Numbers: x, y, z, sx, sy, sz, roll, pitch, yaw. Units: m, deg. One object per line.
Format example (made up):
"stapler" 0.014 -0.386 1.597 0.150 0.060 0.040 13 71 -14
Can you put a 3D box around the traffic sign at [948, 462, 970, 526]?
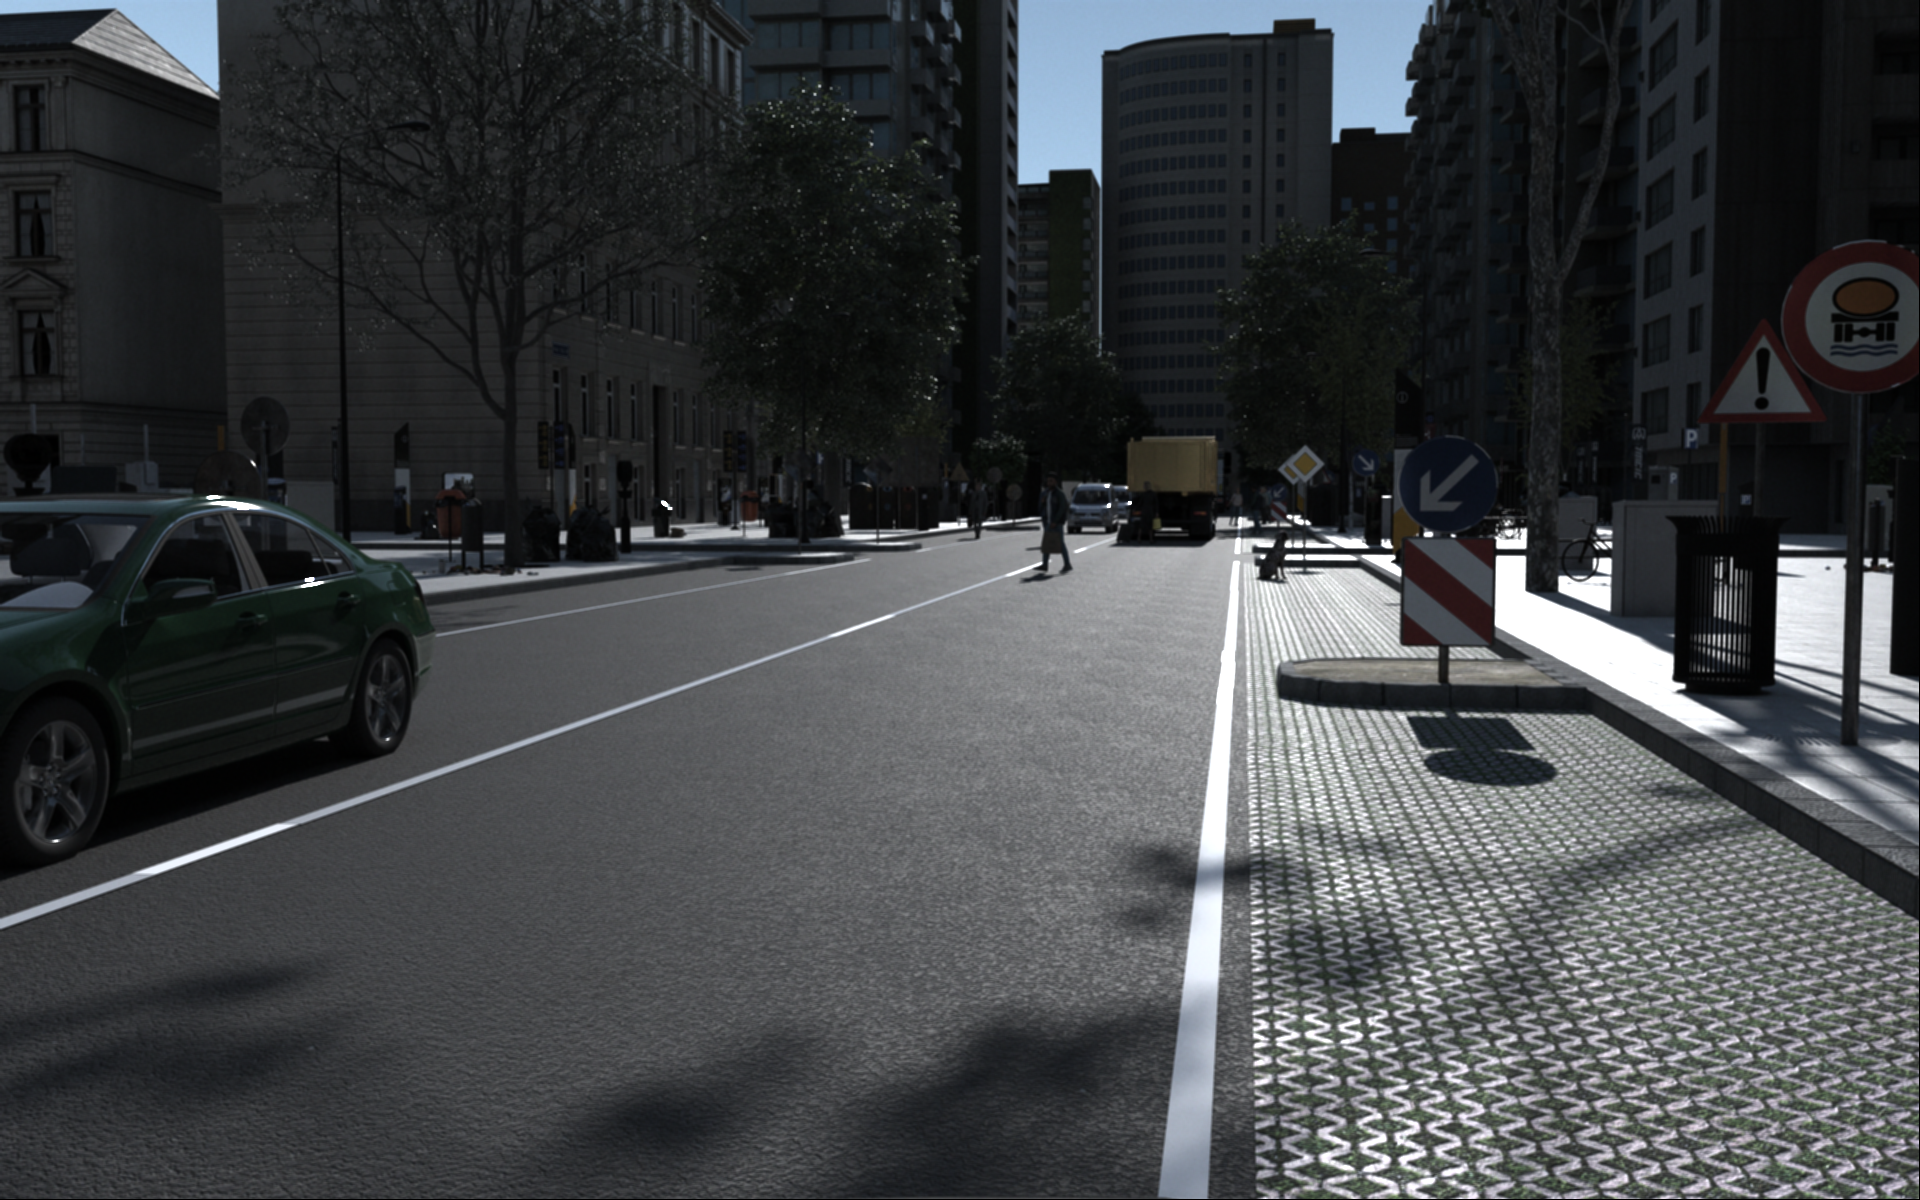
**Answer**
"traffic sign" -0.034 -4.237 69.284 0.884 2.594 0.081 1 4 11

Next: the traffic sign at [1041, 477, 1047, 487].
"traffic sign" 5.163 -6.285 104.897 0.606 2.300 0.079 1 4 11

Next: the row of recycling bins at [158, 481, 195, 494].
"row of recycling bins" -24.288 -2.996 56.101 1.069 1.692 3.534 3 5 41

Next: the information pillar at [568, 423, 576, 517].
"information pillar" -12.858 -4.042 57.446 0.183 3.616 0.504 0 4 4

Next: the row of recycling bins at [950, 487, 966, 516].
"row of recycling bins" 0.074 -5.752 101.159 1.069 1.692 3.534 1 4 11

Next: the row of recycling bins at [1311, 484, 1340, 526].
"row of recycling bins" 14.971 -3.858 70.197 1.069 1.692 3.534 1 4 22

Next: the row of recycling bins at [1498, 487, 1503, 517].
"row of recycling bins" 26.996 -5.152 91.349 3.534 1.692 1.069 -1 4 -15

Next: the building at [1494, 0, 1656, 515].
"building" 42.819 -27.118 98.010 22.147 44.769 28.867 1 4 9

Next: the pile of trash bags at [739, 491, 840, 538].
"pile of trash bags" -5.193 -2.553 51.488 3.447 1.369 1.912 2 4 33

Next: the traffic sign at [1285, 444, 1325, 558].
"traffic sign" 6.957 -1.916 34.962 0.795 2.450 0.064 1 4 9

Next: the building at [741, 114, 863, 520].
"building" -14.315 -15.458 94.541 13.314 21.916 24.055 1 4 9

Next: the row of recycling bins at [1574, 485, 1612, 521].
"row of recycling bins" 29.805 -4.575 81.921 3.534 1.692 1.069 -3 5 -43

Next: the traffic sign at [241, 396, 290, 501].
"traffic sign" -9.085 -1.378 22.638 0.768 2.556 0.104 1 4 18

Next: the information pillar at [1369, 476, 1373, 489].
"information pillar" 16.530 -4.024 70.290 0.304 2.012 0.304 -3 5 -44

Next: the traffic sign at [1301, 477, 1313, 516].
"traffic sign" 17.935 -5.346 89.534 0.606 2.300 0.079 1 4 18

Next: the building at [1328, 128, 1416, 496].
"building" 52.769 -34.519 214.496 14.200 45.320 14.600 1 4 9

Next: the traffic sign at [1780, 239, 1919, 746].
"traffic sign" 4.552 -0.531 8.787 0.768 2.556 0.104 1 4 18

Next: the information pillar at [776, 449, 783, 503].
"information pillar" -7.482 -4.917 71.739 0.183 3.616 0.504 1 4 19

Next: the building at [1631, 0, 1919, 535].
"building" 31.278 -17.473 57.385 14.107 30.474 14.160 1 4 9

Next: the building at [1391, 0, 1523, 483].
"building" 53.478 -33.147 161.567 23.786 49.044 30.456 1 4 9

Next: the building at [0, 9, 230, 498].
"building" -38.474 -12.283 65.458 19.286 19.102 10.561 1 4 9

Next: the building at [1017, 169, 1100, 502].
"building" 10.455 -32.897 221.459 14.086 41.232 14.154 1 4 9

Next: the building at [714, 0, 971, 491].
"building" -12.166 -31.663 137.297 23.786 49.044 30.456 1 4 9

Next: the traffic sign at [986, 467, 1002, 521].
"traffic sign" 1.606 -4.970 81.373 0.768 2.556 0.104 1 4 13

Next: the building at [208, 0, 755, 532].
"building" -17.633 -16.685 70.058 12.463 27.353 25.104 1 4 9

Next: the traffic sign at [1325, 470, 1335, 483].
"traffic sign" 19.783 -5.692 93.170 0.768 2.556 0.104 1 4 18

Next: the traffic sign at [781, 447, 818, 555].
"traffic sign" -3.397 -2.020 36.665 0.795 2.450 0.064 1 4 9

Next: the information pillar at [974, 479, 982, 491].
"information pillar" 0.854 -4.740 81.996 0.304 2.012 0.304 -1 4 -10

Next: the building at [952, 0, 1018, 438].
"building" -8.576 -38.805 176.454 28.212 58.520 21.231 1 4 9

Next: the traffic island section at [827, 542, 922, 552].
"traffic island section" -2.137 -1.366 44.612 2.009 0.180 2.903 1 4 9

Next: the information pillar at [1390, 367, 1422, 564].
"information pillar" 8.226 -2.481 31.913 0.504 3.616 0.183 2 4 33

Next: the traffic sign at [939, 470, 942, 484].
"traffic sign" -1.059 -4.316 72.695 0.606 2.300 0.079 1 4 18

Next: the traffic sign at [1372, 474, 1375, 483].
"traffic sign" 22.701 -5.887 96.365 0.768 2.556 0.104 1 4 10

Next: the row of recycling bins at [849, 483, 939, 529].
"row of recycling bins" -2.463 -3.500 64.338 3.534 1.692 1.069 -2 4 -27

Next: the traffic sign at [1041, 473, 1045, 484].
"traffic sign" 4.462 -6.061 99.206 0.768 2.556 0.104 1 4 10

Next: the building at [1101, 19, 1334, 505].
"building" 32.338 -41.502 220.559 28.212 58.520 21.231 1 4 9

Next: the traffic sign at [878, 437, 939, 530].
"traffic sign" -1.850 -4.142 61.599 2.265 3.308 0.079 1 4 11

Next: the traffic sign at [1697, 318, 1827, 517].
"traffic sign" 5.963 -0.791 12.934 0.884 2.594 0.081 1 4 16

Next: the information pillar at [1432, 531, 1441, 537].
"information pillar" 12.332 -2.440 44.387 0.304 2.012 0.304 -3 5 -42

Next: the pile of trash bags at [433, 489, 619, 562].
"pile of trash bags" -8.302 -1.435 33.210 3.447 1.369 1.912 -1 4 -11

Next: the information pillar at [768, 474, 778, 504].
"information pillar" -6.948 -3.671 64.505 0.304 2.012 0.304 0 4 7

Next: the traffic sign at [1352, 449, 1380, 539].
"traffic sign" 11.567 -3.012 49.357 0.768 2.556 0.104 1 4 16

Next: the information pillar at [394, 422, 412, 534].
"information pillar" -18.072 -3.964 56.171 0.183 3.616 0.504 3 5 44

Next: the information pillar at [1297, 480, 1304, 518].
"information pillar" 18.438 -6.239 93.364 0.504 3.616 0.183 -1 4 -11

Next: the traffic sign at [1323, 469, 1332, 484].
"traffic sign" 18.842 -5.501 89.944 0.884 2.594 0.081 1 4 10
